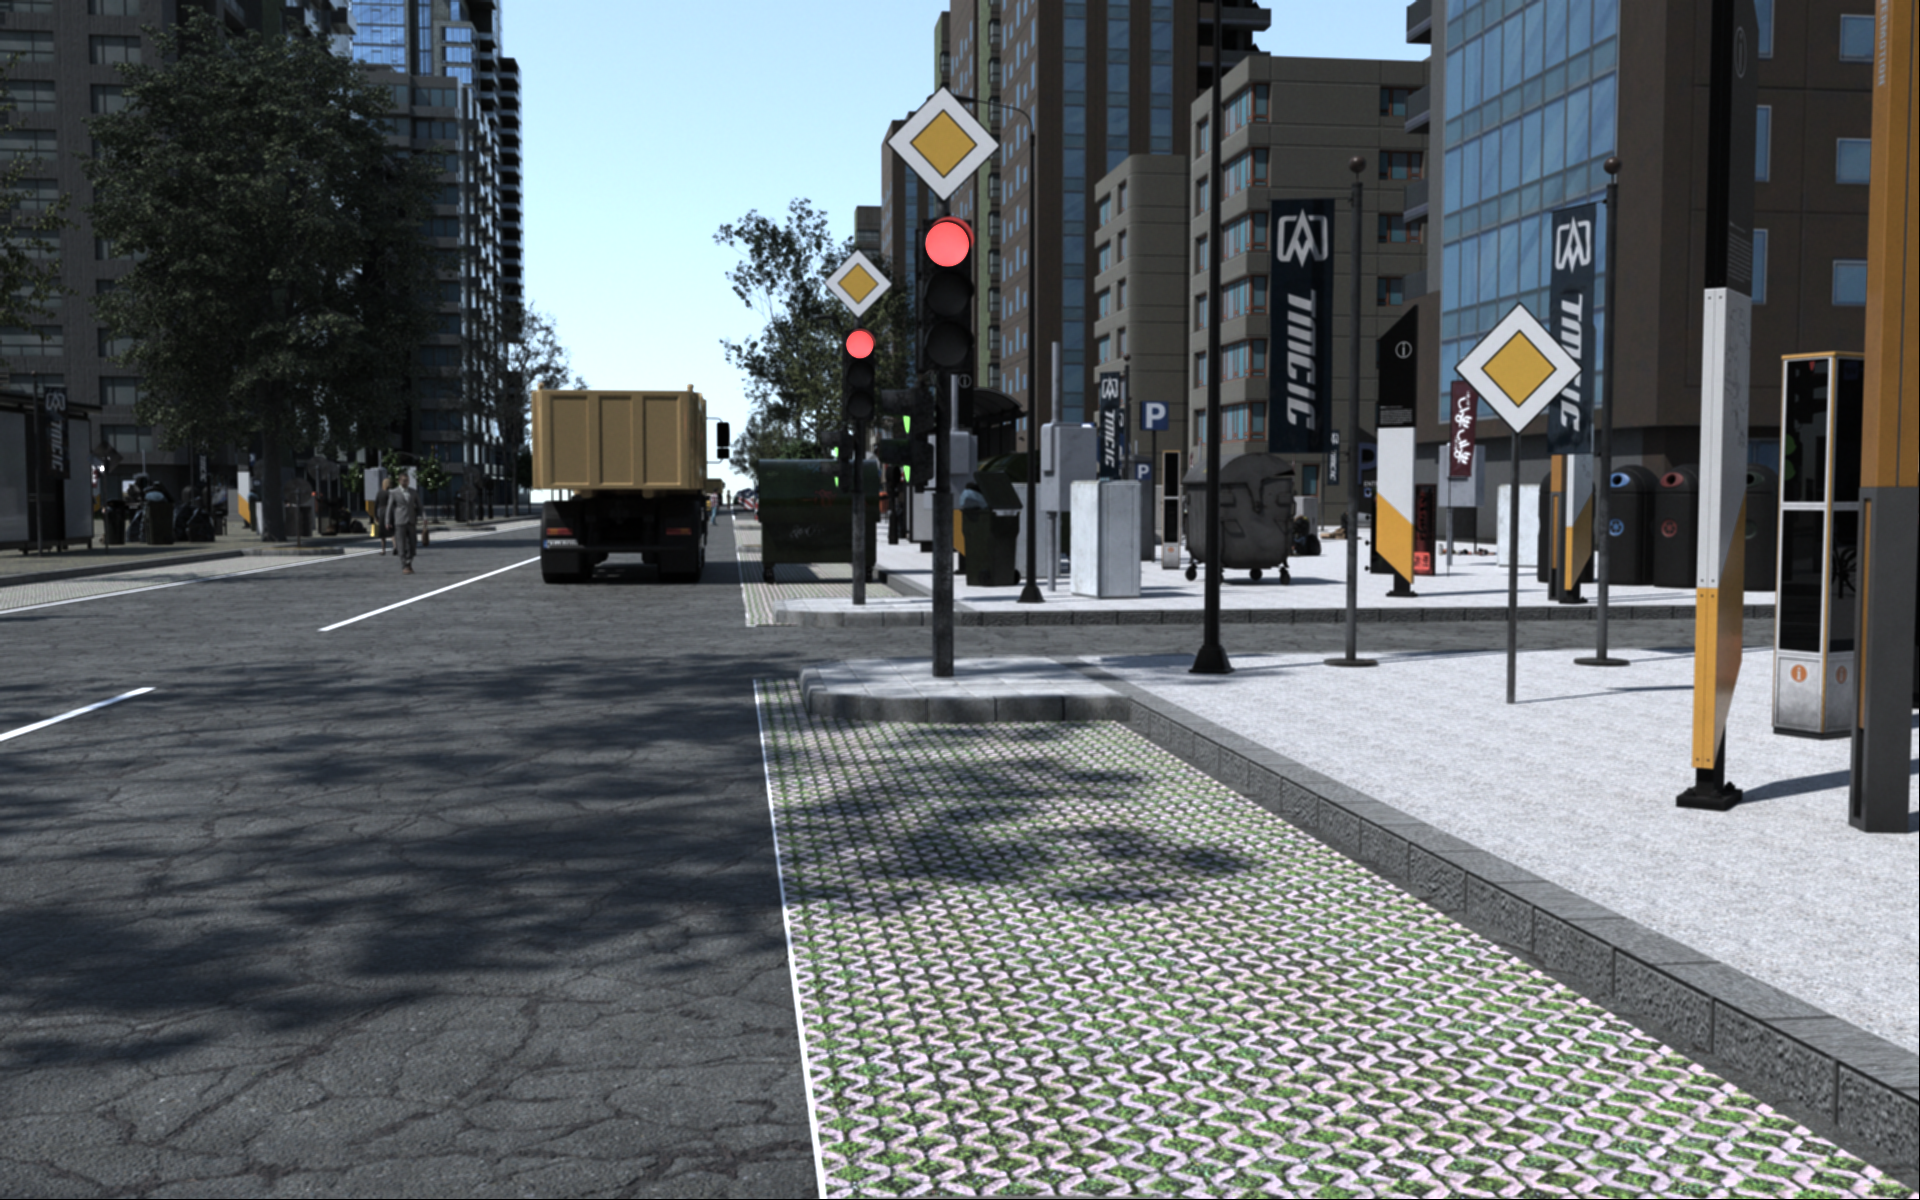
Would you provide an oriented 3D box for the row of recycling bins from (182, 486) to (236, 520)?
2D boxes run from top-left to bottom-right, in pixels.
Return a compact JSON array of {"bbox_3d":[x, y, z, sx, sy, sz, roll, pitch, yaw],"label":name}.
[{"bbox_3d":[-36.863,-4.848,86.371,3.534,1.692,1.069,-2,4,-27],"label":"row of recycling bins"}]

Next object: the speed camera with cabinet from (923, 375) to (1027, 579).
[{"bbox_3d":[0.488,-1.942,26.092,2.038,3.252,0.660,-1,4,-22],"label":"speed camera with cabinet"}]

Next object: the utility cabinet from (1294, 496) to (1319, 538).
[{"bbox_3d":[9.372,-2.184,46.871,0.306,1.237,1.020,2,4,34],"label":"utility cabinet"}]

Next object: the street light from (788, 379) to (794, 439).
[{"bbox_3d":[-6.320,-5.949,69.812,1.470,5.913,1.316,0,4,-8],"label":"street light"}]

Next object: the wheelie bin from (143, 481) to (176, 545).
[{"bbox_3d":[-20.184,-2.185,43.637,0.693,1.594,0.980,-3,4,-36],"label":"wheelie bin"}]

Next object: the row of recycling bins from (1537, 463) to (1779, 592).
[{"bbox_3d":[9.711,-1.045,24.195,1.069,1.692,3.534,-3,5,-39],"label":"row of recycling bins"}]

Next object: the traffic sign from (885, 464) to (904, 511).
[{"bbox_3d":[-2.087,-3.472,56.880,0.768,2.556,0.104,0,4,1],"label":"traffic sign"}]

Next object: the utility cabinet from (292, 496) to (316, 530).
[{"bbox_3d":[-23.500,-3.111,62.019,0.306,1.237,1.020,1,4,14],"label":"utility cabinet"}]

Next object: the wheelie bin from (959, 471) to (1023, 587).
[{"bbox_3d":[0.400,-0.998,24.218,0.980,1.594,0.693,-3,5,-45],"label":"wheelie bin"}]

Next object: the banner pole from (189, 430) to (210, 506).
[{"bbox_3d":[-29.305,-4.689,66.690,0.863,3.779,0.401,-1,4,-20],"label":"banner pole"}]

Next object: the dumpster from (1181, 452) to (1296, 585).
[{"bbox_3d":[4.013,-1.173,24.941,1.264,1.857,1.865,0,4,-7],"label":"dumpster"}]

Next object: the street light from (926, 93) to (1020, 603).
[{"bbox_3d":[0.306,-2.920,20.282,1.470,5.913,1.316,0,4,-8],"label":"street light"}]

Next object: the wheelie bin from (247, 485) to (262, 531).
[{"bbox_3d":[-24.092,-3.165,59.658,0.693,1.594,0.980,2,4,26],"label":"wheelie bin"}]

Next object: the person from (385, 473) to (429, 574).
[{"bbox_3d":[-9.942,-1.377,31.137,0.709,1.813,0.853,-3,4,-38],"label":"person"}]

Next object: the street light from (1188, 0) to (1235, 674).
[{"bbox_3d":[1.280,-2.429,12.261,1.470,5.913,1.316,0,4,-8],"label":"street light"}]

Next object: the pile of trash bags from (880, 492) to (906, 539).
[{"bbox_3d":[-0.279,-2.476,50.241,3.447,1.369,1.912,-2,4,-31],"label":"pile of trash bags"}]

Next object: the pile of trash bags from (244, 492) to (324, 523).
[{"bbox_3d":[-30.408,-4.189,78.246,1.912,1.369,3.447,3,5,42],"label":"pile of trash bags"}]

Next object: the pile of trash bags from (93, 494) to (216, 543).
[{"bbox_3d":[-21.605,-2.206,45.814,3.447,1.369,1.912,-2,4,-29],"label":"pile of trash bags"}]

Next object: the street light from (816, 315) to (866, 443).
[{"bbox_3d":[-3.040,-4.437,45.078,1.470,5.913,1.316,0,4,-8],"label":"street light"}]

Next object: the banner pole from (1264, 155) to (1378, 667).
[{"bbox_3d":[2.711,-1.403,12.951,0.863,3.779,0.401,1,4,9],"label":"banner pole"}]

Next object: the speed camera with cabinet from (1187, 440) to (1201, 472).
[{"bbox_3d":[9.491,-4.280,64.320,2.038,3.252,0.660,-1,4,-12],"label":"speed camera with cabinet"}]

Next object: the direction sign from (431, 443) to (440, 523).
[{"bbox_3d":[-23.160,-5.163,76.414,0.379,3.537,0.876,-2,4,-35],"label":"direction sign"}]

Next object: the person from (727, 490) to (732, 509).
[{"bbox_3d":[-21.878,-9.513,164.044,0.705,1.824,1.348,1,4,11],"label":"person"}]

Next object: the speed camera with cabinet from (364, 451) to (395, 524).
[{"bbox_3d":[-20.431,-4.111,61.558,0.660,3.252,2.038,1,4,8],"label":"speed camera with cabinet"}]

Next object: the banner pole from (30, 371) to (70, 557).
[{"bbox_3d":[-18.641,-2.780,35.464,0.401,3.779,0.863,3,5,41],"label":"banner pole"}]

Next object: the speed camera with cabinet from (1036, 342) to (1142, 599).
[{"bbox_3d":[1.646,-1.693,22.019,0.660,3.252,2.038,-1,4,-19],"label":"speed camera with cabinet"}]

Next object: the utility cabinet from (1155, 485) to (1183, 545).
[{"bbox_3d":[4.994,-2.132,43.534,1.173,1.500,0.318,1,4,14],"label":"utility cabinet"}]

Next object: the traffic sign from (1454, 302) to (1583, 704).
[{"bbox_3d":[3.372,-0.572,10.538,0.795,2.450,0.064,0,4,-4],"label":"traffic sign"}]

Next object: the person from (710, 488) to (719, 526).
[{"bbox_3d":[-11.179,-4.248,78.792,0.643,1.720,0.563,-3,5,-39],"label":"person"}]

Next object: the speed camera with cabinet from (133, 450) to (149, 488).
[{"bbox_3d":[-36.693,-5.095,77.641,0.660,3.252,2.038,-1,4,-21],"label":"speed camera with cabinet"}]

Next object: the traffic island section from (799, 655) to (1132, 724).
[{"bbox_3d":[-0.097,0.616,12.205,2.009,0.180,2.903,0,4,-8],"label":"traffic island section"}]

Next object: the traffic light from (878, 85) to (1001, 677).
[{"bbox_3d":[-0.138,-1.417,12.086,0.839,4.253,0.868,0,4,-8],"label":"traffic light"}]

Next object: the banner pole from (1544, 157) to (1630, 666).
[{"bbox_3d":[4.753,-1.416,13.174,0.401,3.779,0.863,-2,4,-23],"label":"banner pole"}]

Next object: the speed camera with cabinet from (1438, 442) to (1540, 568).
[{"bbox_3d":[9.567,-2.222,30.659,2.038,3.252,0.660,2,4,34],"label":"speed camera with cabinet"}]

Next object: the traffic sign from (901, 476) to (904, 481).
[{"bbox_3d":[-2.653,-4.442,72.629,0.884,2.594,0.081,0,3,0],"label":"traffic sign"}]

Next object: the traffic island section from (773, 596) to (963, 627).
[{"bbox_3d":[-1.151,0.132,20.121,2.009,0.180,2.903,0,4,-8],"label":"traffic island section"}]

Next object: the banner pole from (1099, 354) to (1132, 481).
[{"bbox_3d":[2.819,-2.518,31.184,0.863,3.779,0.401,3,5,45],"label":"banner pole"}]

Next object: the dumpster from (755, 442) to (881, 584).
[{"bbox_3d":[-2.288,-1.401,27.853,1.985,2.255,1.502,0,4,-7],"label":"dumpster"}]

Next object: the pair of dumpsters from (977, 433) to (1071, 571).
[{"bbox_3d":[1.042,-1.661,29.644,1.574,2.255,4.437,0,4,-8],"label":"pair of dumpsters"}]

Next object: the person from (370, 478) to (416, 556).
[{"bbox_3d":[-13.238,-1.935,40.359,0.699,1.804,1.509,-2,4,-33],"label":"person"}]

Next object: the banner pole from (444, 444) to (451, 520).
[{"bbox_3d":[-25.767,-5.935,87.056,0.401,3.779,0.863,-1,4,-21],"label":"banner pole"}]

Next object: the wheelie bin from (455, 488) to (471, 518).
[{"bbox_3d":[-24.164,-4.665,84.187,0.693,1.594,0.980,-3,4,-38],"label":"wheelie bin"}]

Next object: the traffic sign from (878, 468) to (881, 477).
[{"bbox_3d":[-3.700,-4.456,72.966,0.768,2.556,0.104,0,4,2],"label":"traffic sign"}]

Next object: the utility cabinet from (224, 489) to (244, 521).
[{"bbox_3d":[-33.429,-4.370,80.124,1.173,1.500,0.318,-1,4,-14],"label":"utility cabinet"}]

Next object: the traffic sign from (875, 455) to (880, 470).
[{"bbox_3d":[-2.750,-3.135,51.364,0.768,2.556,0.104,0,4,-1],"label":"traffic sign"}]

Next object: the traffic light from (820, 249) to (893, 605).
[{"bbox_3d":[-1.192,-1.901,20.001,0.839,4.253,0.868,0,4,-8],"label":"traffic light"}]

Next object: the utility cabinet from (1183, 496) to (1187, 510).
[{"bbox_3d":[7.845,-2.989,60.033,0.306,1.237,1.020,2,4,30],"label":"utility cabinet"}]
